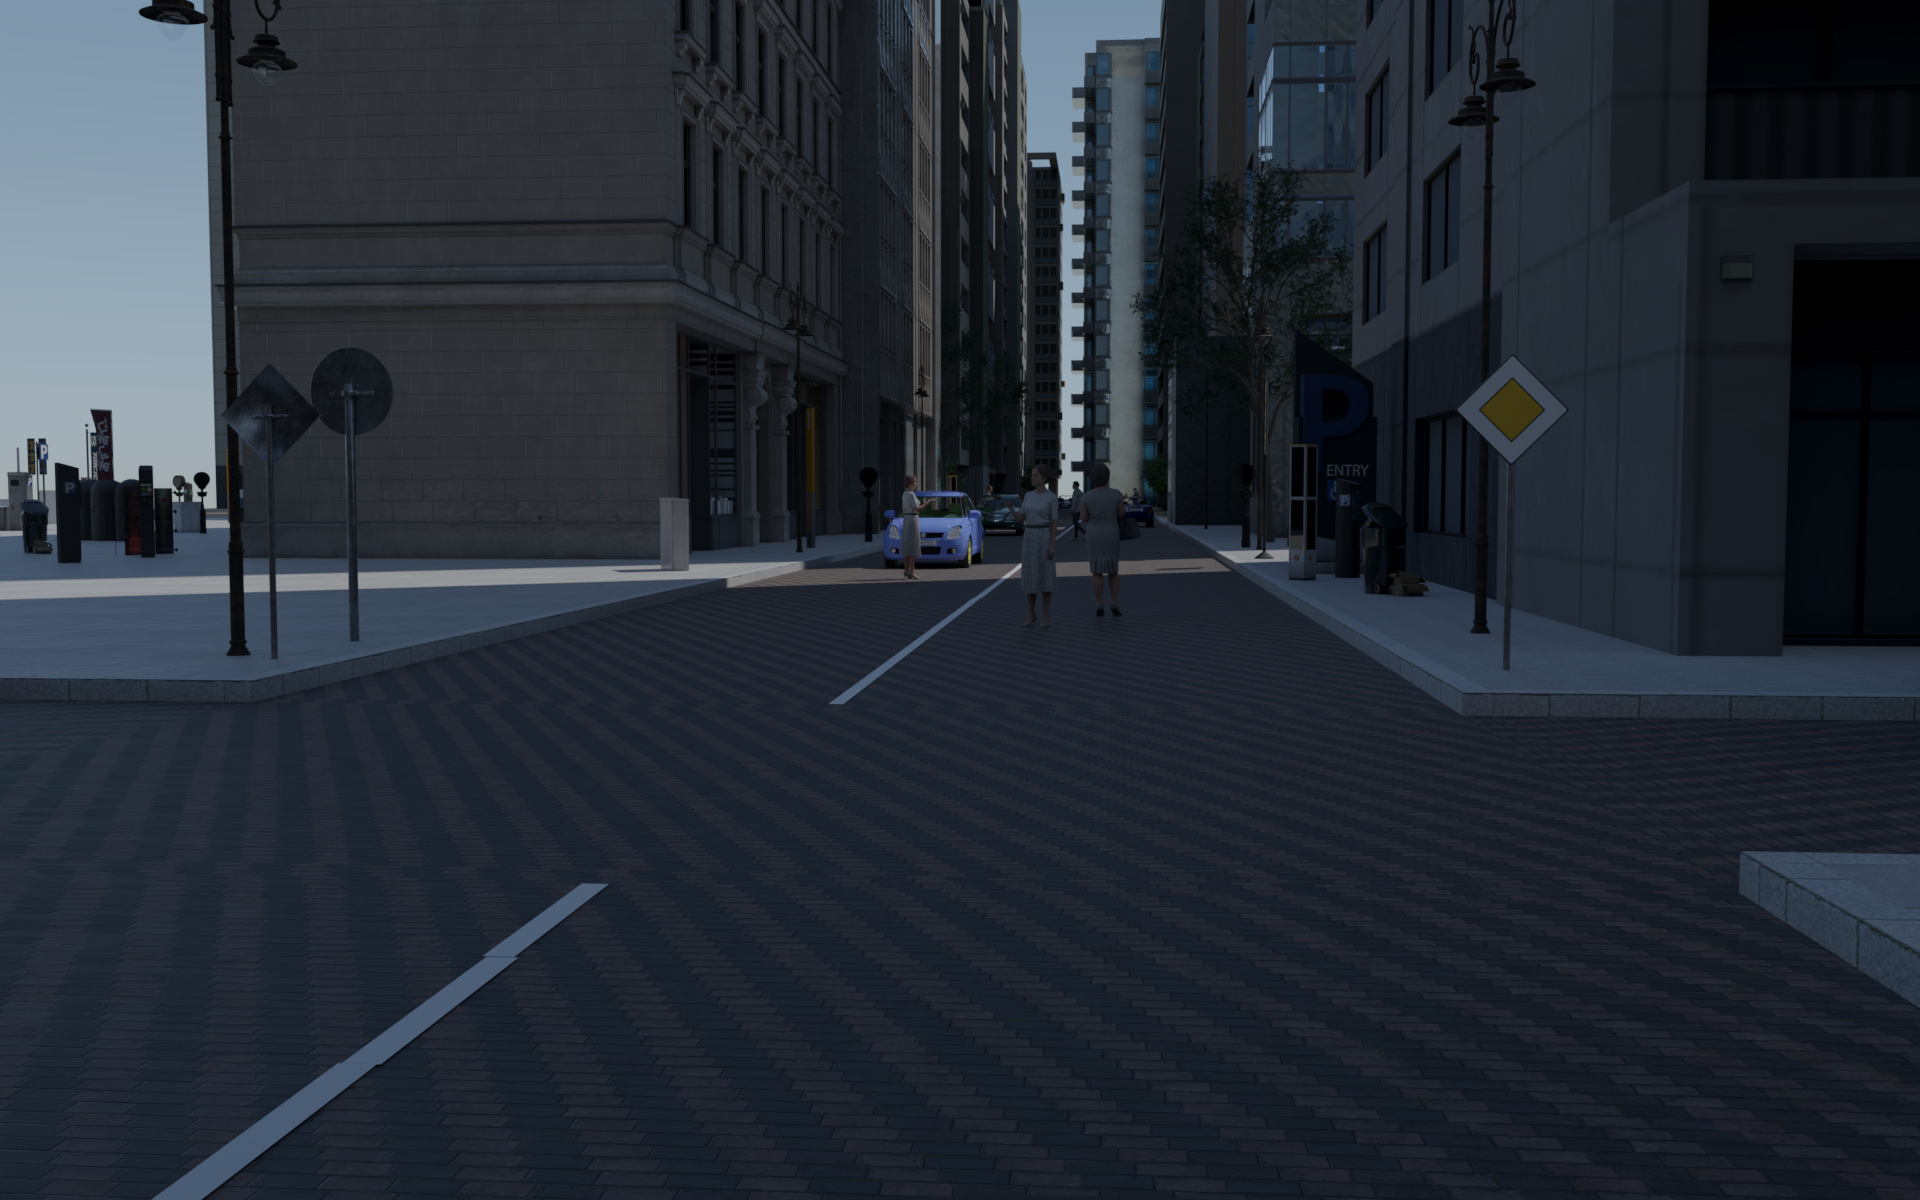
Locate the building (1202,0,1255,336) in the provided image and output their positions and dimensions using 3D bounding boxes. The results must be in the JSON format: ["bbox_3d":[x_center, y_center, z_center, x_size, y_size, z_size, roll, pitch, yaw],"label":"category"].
[{"bbox_3d":[20.941,-27.315,96.719,14.600,45.320,14.200,0,4,5],"label":"building"}]

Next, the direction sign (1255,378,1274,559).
[{"bbox_3d":[6.043,-2.587,34.302,0.379,3.537,0.876,1,4,14],"label":"direction sign"}]

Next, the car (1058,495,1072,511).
[{"bbox_3d":[9.122,-8.348,149.065,1.945,1.354,3.894,0,4,6],"label":"car"}]

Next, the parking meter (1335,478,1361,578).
[{"bbox_3d":[5.944,-1.108,26.526,0.372,1.533,0.369,0,3,0],"label":"parking meter"}]

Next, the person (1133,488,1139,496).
[{"bbox_3d":[9.400,-5.197,93.916,0.568,1.767,0.683,1,4,20],"label":"person"}]

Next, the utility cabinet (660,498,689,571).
[{"bbox_3d":[-4.821,-1.108,29.276,0.306,1.237,1.020,-1,4,-21],"label":"utility cabinet"}]

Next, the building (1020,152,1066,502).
[{"bbox_3d":[-0.747,-30.371,188.442,23.993,40.220,32.217,0,4,5],"label":"building"}]

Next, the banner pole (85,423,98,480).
[{"bbox_3d":[-30.917,-4.387,61.738,0.401,3.779,0.863,1,4,11],"label":"banner pole"}]

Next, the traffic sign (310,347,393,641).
[{"bbox_3d":[-5.287,-0.914,15.044,0.768,2.556,0.104,1,4,9],"label":"traffic sign"}]

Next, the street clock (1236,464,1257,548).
[{"bbox_3d":[6.854,-2.256,41.453,0.471,2.002,0.358,1,4,21],"label":"street clock"}]

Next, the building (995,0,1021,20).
[{"bbox_3d":[-2.537,-27.802,138.156,14.154,41.232,14.086,0,4,5],"label":"building"}]

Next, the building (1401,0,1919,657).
[{"bbox_3d":[16.863,-35.629,20.782,20.611,71.187,20.563,0,4,5],"label":"building"}]

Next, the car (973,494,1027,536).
[{"bbox_3d":[1.425,-3.026,61.281,2.131,1.459,4.920,0,4,6],"label":"car"}]

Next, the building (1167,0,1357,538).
[{"bbox_3d":[19.488,-45.859,62.459,22.319,86.520,31.000,0,4,5],"label":"building"}]

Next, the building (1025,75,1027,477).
[{"bbox_3d":[-1.106,-28.868,155.582,14.086,41.232,14.154,0,4,5],"label":"building"}]

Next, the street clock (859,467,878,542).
[{"bbox_3d":[-2.453,-2.560,46.432,0.471,2.002,0.358,-1,4,-11],"label":"street clock"}]

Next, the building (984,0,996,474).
[{"bbox_3d":[-11.743,-32.328,117.795,28.713,52.752,27.495,0,4,5],"label":"building"}]

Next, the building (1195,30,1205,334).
[{"bbox_3d":[22.128,-20.768,111.250,14.160,30.474,14.107,0,4,5],"label":"building"}]

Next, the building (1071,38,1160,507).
[{"bbox_3d":[27.093,-34.408,182.171,30.456,49.044,23.786,0,4,5],"label":"building"}]

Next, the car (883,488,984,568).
[{"bbox_3d":[-0.500,-1.543,34.820,1.945,1.707,3.694,0,4,6],"label":"car"}]

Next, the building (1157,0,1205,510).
[{"bbox_3d":[28.101,-32.147,149.300,21.300,48.544,21.600,0,4,5],"label":"building"}]

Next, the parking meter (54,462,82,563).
[{"bbox_3d":[-16.580,-1.622,32.229,0.399,1.863,0.255,-3,5,-45],"label":"parking meter"}]

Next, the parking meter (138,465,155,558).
[{"bbox_3d":[-16.448,-1.793,35.033,0.255,1.863,0.399,-1,4,-22],"label":"parking meter"}]

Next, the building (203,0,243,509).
[{"bbox_3d":[-53.171,-43.946,156.764,20.611,71.187,20.563,0,4,5],"label":"building"}]

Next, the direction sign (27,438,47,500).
[{"bbox_3d":[-37.393,-4.785,70.231,0.876,3.537,0.379,1,4,12],"label":"direction sign"}]

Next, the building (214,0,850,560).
[{"bbox_3d":[-9.927,-11.261,35.034,10.553,20.767,40.483,0,4,5],"label":"building"}]

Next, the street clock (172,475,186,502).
[{"bbox_3d":[-30.041,-3.798,66.669,0.471,2.002,0.358,2,4,28],"label":"street clock"}]

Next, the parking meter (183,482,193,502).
[{"bbox_3d":[-37.305,-4.772,83.730,0.399,1.863,0.255,2,4,27],"label":"parking meter"}]

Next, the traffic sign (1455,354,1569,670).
[{"bbox_3d":[3.977,-0.545,12.552,0.795,2.450,0.064,0,4,5],"label":"traffic sign"}]

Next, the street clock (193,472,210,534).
[{"bbox_3d":[-24.564,-3.155,56.153,0.471,2.002,0.358,-2,4,-34],"label":"street clock"}]

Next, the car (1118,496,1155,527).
[{"bbox_3d":[7.579,-3.868,75.823,1.945,1.354,3.894,0,4,4],"label":"car"}]

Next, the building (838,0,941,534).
[{"bbox_3d":[-7.704,-15.105,64.985,12.078,24.808,19.932,0,4,5],"label":"building"}]

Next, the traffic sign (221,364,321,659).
[{"bbox_3d":[-5.328,-0.597,13.407,0.795,2.450,0.064,0,4,5],"label":"traffic sign"}]

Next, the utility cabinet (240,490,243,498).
[{"bbox_3d":[-36.927,-4.972,89.976,1.173,1.500,0.318,1,4,10],"label":"utility cabinet"}]

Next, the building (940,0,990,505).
[{"bbox_3d":[-5.865,-19.838,96.053,14.160,30.474,14.107,0,4,5],"label":"building"}]
